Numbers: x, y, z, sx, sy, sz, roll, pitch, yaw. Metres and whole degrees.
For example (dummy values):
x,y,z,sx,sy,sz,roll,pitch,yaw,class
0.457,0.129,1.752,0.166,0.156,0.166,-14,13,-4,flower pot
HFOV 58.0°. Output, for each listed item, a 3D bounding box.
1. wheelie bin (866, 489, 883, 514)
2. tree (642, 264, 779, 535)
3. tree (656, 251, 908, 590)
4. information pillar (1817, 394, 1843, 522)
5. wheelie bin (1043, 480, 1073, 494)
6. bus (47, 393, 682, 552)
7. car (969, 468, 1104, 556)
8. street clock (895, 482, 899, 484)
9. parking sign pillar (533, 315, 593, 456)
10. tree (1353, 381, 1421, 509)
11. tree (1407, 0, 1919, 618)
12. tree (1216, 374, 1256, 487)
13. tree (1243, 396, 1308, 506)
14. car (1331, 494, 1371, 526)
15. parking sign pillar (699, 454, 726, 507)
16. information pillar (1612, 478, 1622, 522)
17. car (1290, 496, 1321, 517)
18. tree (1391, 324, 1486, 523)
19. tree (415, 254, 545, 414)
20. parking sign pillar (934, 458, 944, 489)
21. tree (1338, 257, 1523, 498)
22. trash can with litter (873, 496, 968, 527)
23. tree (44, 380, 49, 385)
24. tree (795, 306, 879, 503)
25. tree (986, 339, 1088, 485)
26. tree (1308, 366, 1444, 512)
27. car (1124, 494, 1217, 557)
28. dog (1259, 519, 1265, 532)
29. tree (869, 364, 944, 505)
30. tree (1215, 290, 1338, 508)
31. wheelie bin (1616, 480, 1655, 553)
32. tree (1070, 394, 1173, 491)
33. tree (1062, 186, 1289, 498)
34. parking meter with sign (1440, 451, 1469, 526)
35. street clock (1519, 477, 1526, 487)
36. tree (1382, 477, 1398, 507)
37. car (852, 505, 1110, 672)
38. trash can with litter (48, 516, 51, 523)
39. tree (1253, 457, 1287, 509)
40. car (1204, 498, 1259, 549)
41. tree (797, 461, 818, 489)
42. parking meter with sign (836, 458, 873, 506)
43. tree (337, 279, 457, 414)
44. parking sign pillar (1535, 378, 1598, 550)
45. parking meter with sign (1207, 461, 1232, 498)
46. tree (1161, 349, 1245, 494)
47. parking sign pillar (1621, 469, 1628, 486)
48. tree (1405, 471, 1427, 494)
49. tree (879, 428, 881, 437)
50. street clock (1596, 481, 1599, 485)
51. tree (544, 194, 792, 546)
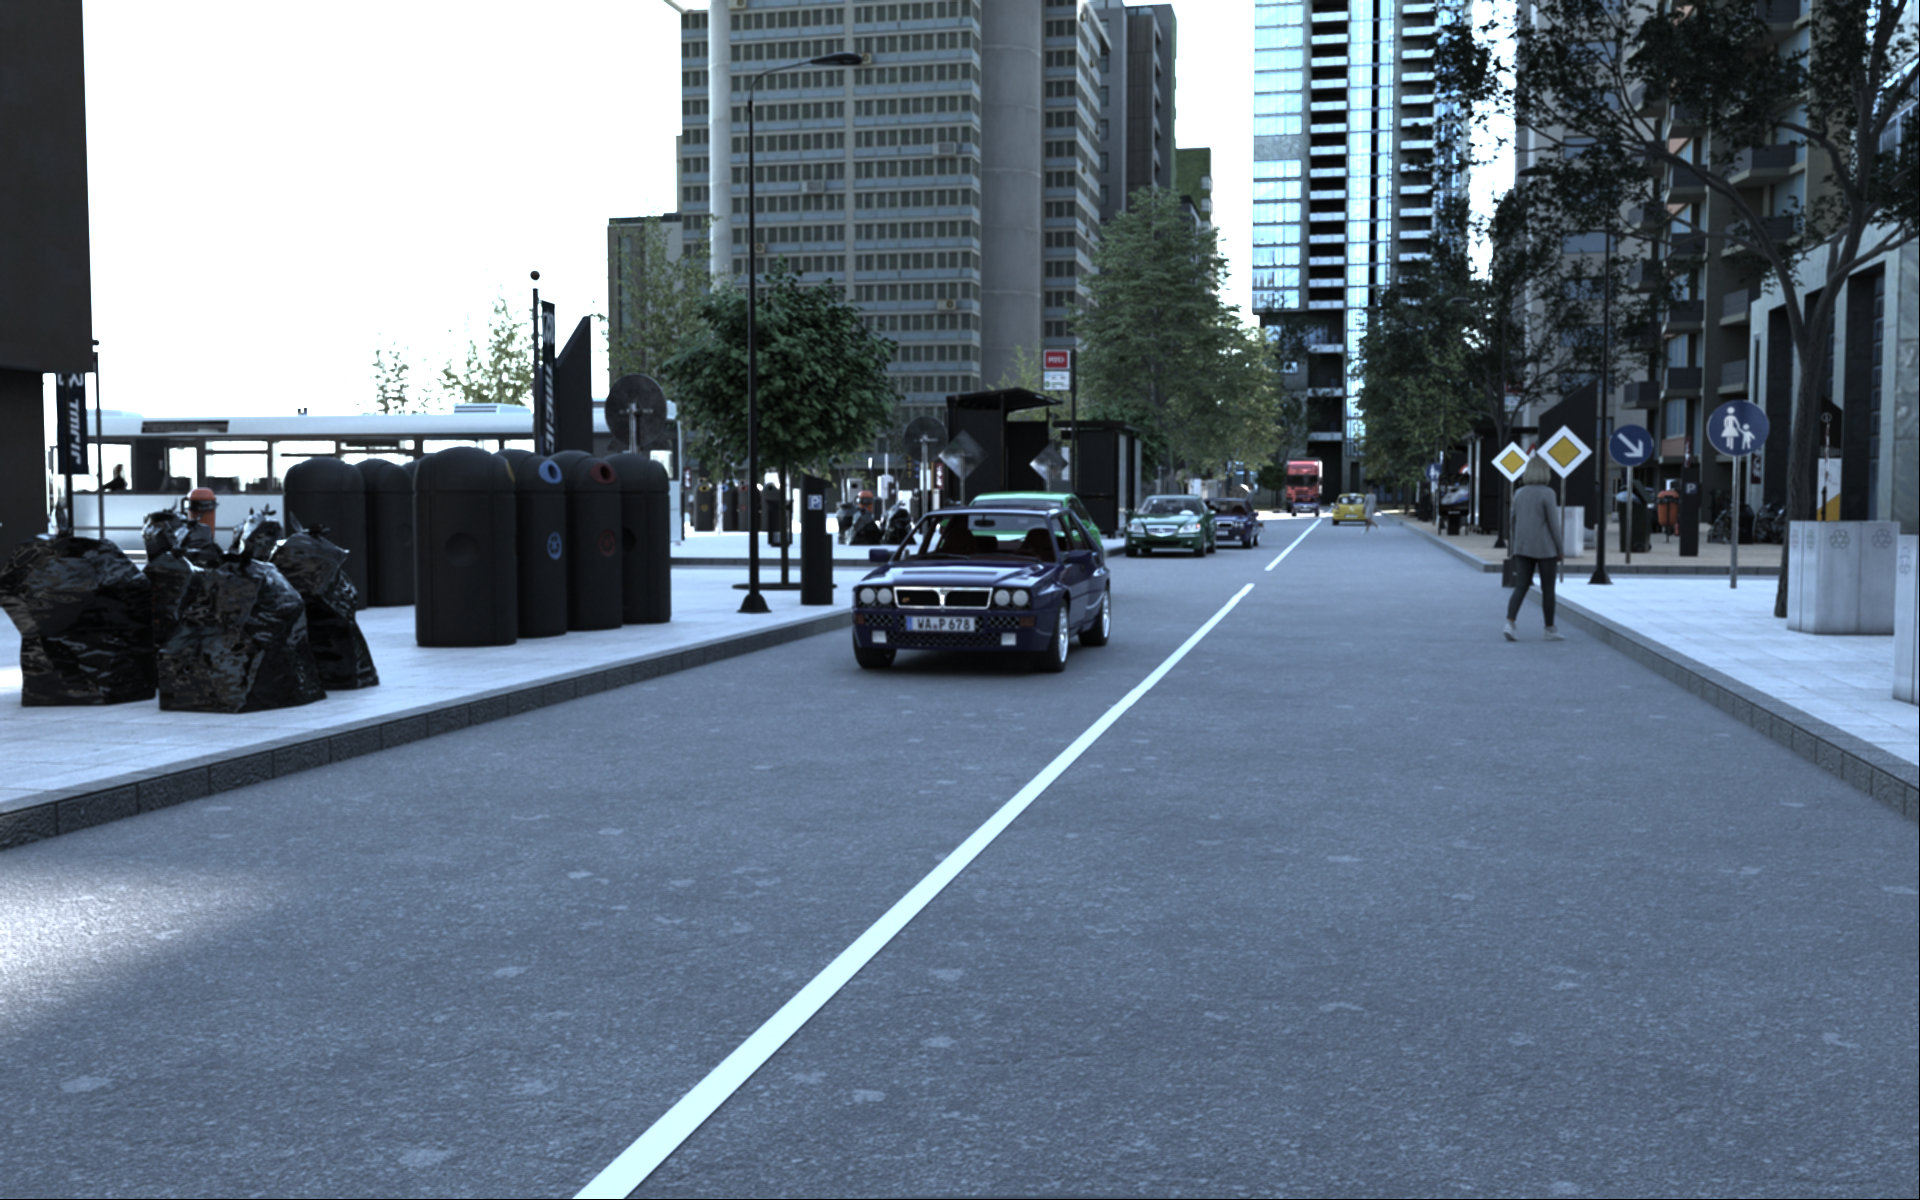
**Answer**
x,y,z,sx,sy,sz,roll,pitch,yaw,class
-5.158,-6.181,108.966,0.980,1.594,0.693,-2,4,-24,wheelie bin
-7.839,-6.375,54.590,4.360,8.622,3.978,0,3,0,tree
-2.441,-2.448,23.732,4.285,4.588,4.351,0,3,0,tree
20.178,-2.989,40.220,0.504,3.616,0.183,2,4,28,information pillar
2.176,-1.918,39.271,0.980,1.594,0.693,0,4,-7,wheelie bin
-12.308,-2.434,34.657,13.247,3.499,2.948,1,4,11,bus
0.836,-0.873,23.068,1.959,1.807,4.718,1,4,12,car
-3.866,-6.238,106.563,0.358,2.002,0.471,0,4,-2,street clock
-5.849,-2.270,25.583,1.447,3.967,1.447,1,4,9,parking sign pillar
36.861,-13.874,144.964,7.486,12.596,7.792,0,3,0,tree
8.454,-5.077,17.419,8.767,10.594,7.601,2,4,27,tree
19.504,-11.302,119.202,7.601,10.594,8.767,-2,4,-33,tree
32.981,-15.495,179.090,9.928,11.665,9.643,0,3,0,tree
18.181,-4.284,80.267,2.015,1.641,3.980,1,4,14,car
-12.068,-5.873,84.488,1.447,3.967,1.447,0,4,-7,parking sign pillar
29.698,-4.513,78.272,0.304,2.012,0.304,0,4,-8,information pillar
22.109,-6.005,110.760,1.945,1.354,3.894,1,4,12,car
20.924,-7.659,75.594,4.737,8.622,4.395,0,3,0,tree
-14.224,-6.292,53.242,4.737,8.622,4.395,0,3,0,tree
-1.473,-6.938,101.914,1.447,3.967,1.447,0,4,-6,parking sign pillar
24.774,-11.272,90.953,9.857,13.997,8.962,0,3,0,tree
-0.490,-1.532,36.106,2.233,1.210,1.678,-1,4,-15,trash can with litter
-24.618,-5.671,43.077,4.737,8.622,4.395,0,3,0,tree
-6.171,-6.969,64.301,4.737,8.622,4.395,0,3,0,tree
2.888,-8.073,82.361,4.737,8.622,4.395,0,3,0,tree
32.813,-12.340,127.506,9.928,11.665,9.643,0,3,0,tree
5.013,-1.777,40.859,2.131,1.459,4.920,1,4,13,car
11.420,-2.869,66.192,0.540,0.507,0.406,1,4,21,dog
-3.336,-9.072,98.692,4.360,8.622,3.978,0,3,0,tree
29.338,-18.814,163.491,12.611,20.169,13.585,0,3,0,tree
14.797,-1.841,38.002,0.693,1.594,0.980,2,4,35,wheelie bin
5.245,-4.467,56.742,4.285,4.588,4.351,0,3,0,tree
7.148,-8.966,64.726,7.486,12.596,7.792,0,3,0,tree
20.220,-4.486,69.604,1.738,3.016,0.543,0,4,3,parking meter with sign
23.568,-4.140,72.262,0.358,2.002,0.471,-3,4,-38,street clock
42.252,-10.770,170.696,1.663,3.219,1.824,0,3,0,tree
0.275,-0.166,15.287,1.945,1.354,3.894,1,4,13,car
-40.349,-4.028,77.237,0.624,1.170,1.055,2,4,32,trash can with litter
27.408,-10.259,151.453,4.285,4.588,4.351,0,3,0,tree
7.103,-2.086,46.687,1.945,1.354,3.894,1,4,13,car
-8.657,-8.101,82.815,4.360,8.622,3.978,0,3,0,tree
-5.101,-5.362,83.934,1.738,3.016,0.543,-1,4,-14,parking meter with sign
-19.580,-6.700,59.902,4.360,8.622,3.978,0,3,0,tree
14.128,-3.178,40.426,1.447,3.967,1.447,0,4,6,parking sign pillar
13.482,-5.845,91.827,1.738,3.016,0.543,2,4,34,parking meter with sign
11.386,-8.158,83.738,4.737,8.622,4.395,0,3,0,tree
39.202,-6.872,100.825,1.447,3.967,1.447,1,4,9,parking sign pillar
30.527,-7.369,115.088,1.663,3.219,1.824,0,3,0,tree
-5.825,-7.477,72.603,4.737,8.622,4.395,0,3,0,tree
34.294,-5.454,93.749,0.471,2.002,0.358,3,4,36,street clock
-7.020,-5.635,42.497,4.737,8.622,4.395,0,3,0,tree
